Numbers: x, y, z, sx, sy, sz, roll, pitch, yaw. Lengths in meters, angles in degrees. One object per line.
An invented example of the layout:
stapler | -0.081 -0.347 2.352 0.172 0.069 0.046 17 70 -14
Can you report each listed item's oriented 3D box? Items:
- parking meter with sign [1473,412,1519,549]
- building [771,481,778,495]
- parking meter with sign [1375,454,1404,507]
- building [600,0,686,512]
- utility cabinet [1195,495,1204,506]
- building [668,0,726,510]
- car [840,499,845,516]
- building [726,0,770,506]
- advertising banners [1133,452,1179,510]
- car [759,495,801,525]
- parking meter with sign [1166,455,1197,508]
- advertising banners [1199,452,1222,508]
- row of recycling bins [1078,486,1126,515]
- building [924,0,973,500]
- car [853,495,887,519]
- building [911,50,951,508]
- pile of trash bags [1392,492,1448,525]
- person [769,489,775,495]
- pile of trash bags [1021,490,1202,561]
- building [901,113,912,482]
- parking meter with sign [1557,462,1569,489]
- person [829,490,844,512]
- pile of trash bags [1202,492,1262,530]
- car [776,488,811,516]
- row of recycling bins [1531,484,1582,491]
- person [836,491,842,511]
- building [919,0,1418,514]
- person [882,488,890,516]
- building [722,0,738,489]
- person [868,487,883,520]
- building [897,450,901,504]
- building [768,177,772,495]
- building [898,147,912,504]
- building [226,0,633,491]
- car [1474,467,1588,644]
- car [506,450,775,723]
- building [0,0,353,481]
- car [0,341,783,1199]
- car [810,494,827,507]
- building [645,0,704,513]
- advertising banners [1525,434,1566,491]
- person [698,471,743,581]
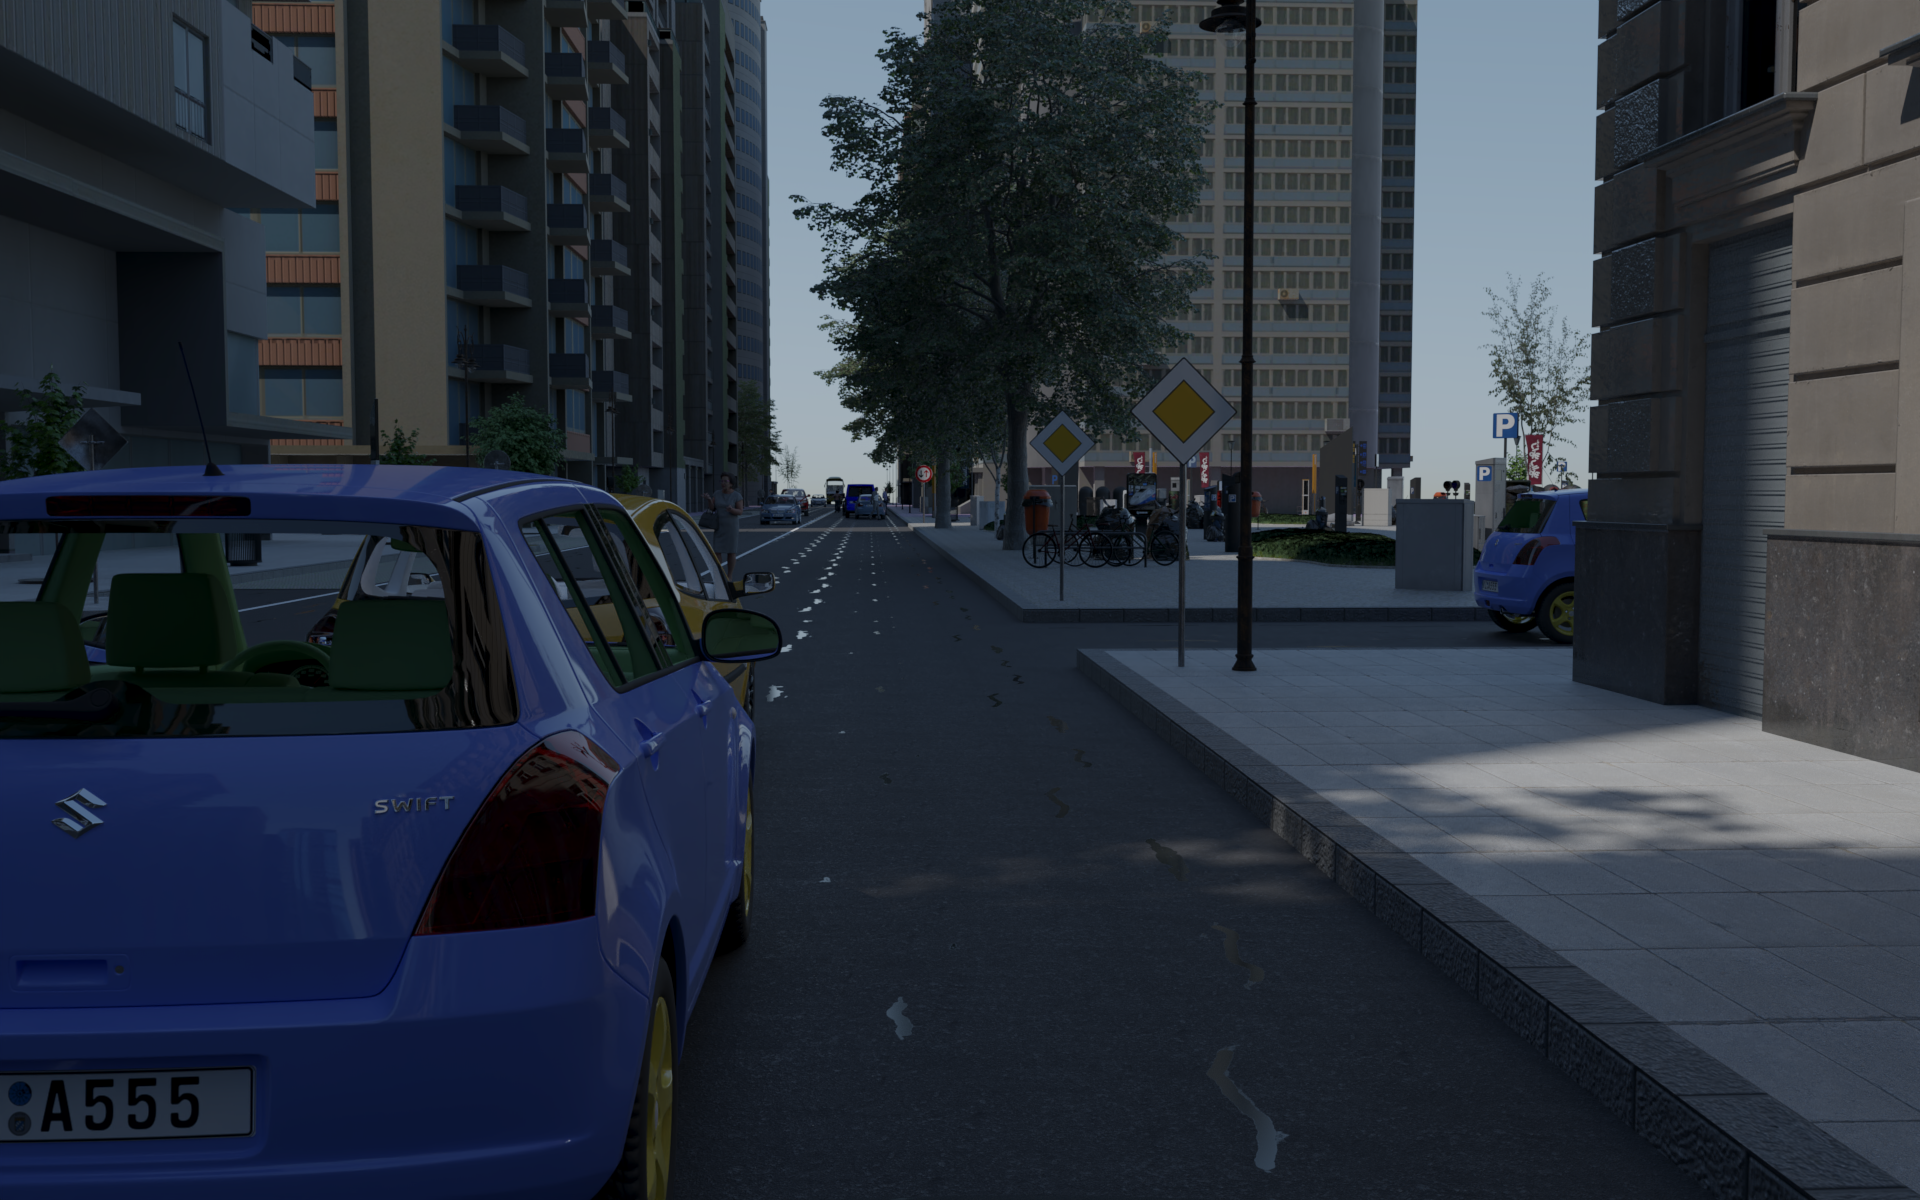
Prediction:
parking meter with sign | 11.167 -2.464 36.543 0.543 3.016 1.738 3 5 39
building | -40.988 -33.062 232.445 32.217 40.220 23.993 0 4 -3
parking meter with sign | 18.858 -4.814 74.973 1.738 3.016 0.543 1 4 22
building | -24.113 -20.211 102.151 14.160 30.474 14.107 0 4 -3
utility cabinet | 12.656 -4.916 91.532 0.306 1.237 1.020 -1 4 -8
building | -26.006 -27.716 136.749 14.154 41.232 14.086 0 4 -3
car | -7.036 -6.509 116.211 2.009 1.686 4.222 0 4 -3
building | -32.605 -39.757 192.027 21.231 58.520 28.212 0 4 -3
advertising banners | 8.118 -4.597 71.355 2.074 3.025 0.090 1 4 22
car | -8.530 -4.313 82.518 2.014 1.417 4.499 0 4 -2
parking meter with sign | 9.948 -5.038 78.639 0.543 3.016 1.738 -2 4 -34
advertising banners | 10.717 -4.615 71.641 2.074 3.025 0.090 3 5 45
row of recycling bins | 7.095 -5.134 91.052 3.534 1.692 1.069 0 4 7
building | 10.850 -33.868 142.987 28.713 52.752 27.495 0 4 -3
car | -5.175 -5.353 99.521 2.014 1.417 4.499 0 4 -3
building | 2.407 -29.374 163.852 14.154 41.232 14.086 0 4 -3
pile of trash bags | 18.912 -3.784 71.618 3.447 1.369 1.912 -3 4 -36
person | -13.012 -6.742 119.186 0.568 1.767 0.683 -2 4 -29
pile of trash bags | 2.889 -1.501 34.294 3.447 1.369 1.912 1 4 15
building | 4.444 -33.179 197.100 22.147 44.769 28.867 0 4 -3
parking meter with sign | 32.758 -5.942 93.405 0.543 3.016 1.738 3 5 41
person | -9.583 -7.678 134.745 1.217 1.736 0.721 -1 4 -16
pile of trash bags | 9.649 -3.262 63.085 1.912 1.369 3.447 -3 4 -38
car | -11.017 -6.471 114.473 2.281 1.827 5.304 0 4 -5
row of recycling bins | 24.036 -3.953 71.738 3.534 1.692 1.069 -1 4 -9
person | -10.026 -8.193 143.258 0.445 1.727 0.742 1 4 22
building | 13.519 -26.046 117.740 32.217 40.220 23.993 0 4 -3
person | -4.816 -6.475 114.230 0.599 1.838 0.709 1 4 22
building | -31.395 -32.439 154.077 21.300 48.544 21.600 0 4 -3
person | -4.637 -5.259 94.591 0.850 1.850 0.679 1 4 11
building | 5.242 -24.257 241.648 27.650 21.520 28.899 0 4 -3
building | -30.830 -32.428 213.786 14.154 41.232 14.086 0 4 -3
building | -0.821 -34.798 219.064 14.600 45.320 14.200 0 4 -3
building | -26.412 -25.669 74.307 22.147 44.769 28.867 0 4 -3
car | 7.102 -0.473 17.330 3.694 1.707 1.945 0 4 -1
car | -1.976 0.091 8.731 2.015 1.641 3.980 0 4 -3
building | -29.438 -27.095 32.235 28.713 52.752 27.495 0 4 -3
car | -1.439 0.319 4.377 1.945 1.707 3.694 0 4 -3
car | -15.785 -11.071 193.015 2.014 1.417 4.499 0 4 -5
building | -28.507 -41.597 118.364 20.563 71.187 20.611 0 4 -3
advertising banners | 17.438 -3.307 50.262 2.074 3.025 0.090 2 4 28
person | -3.744 -1.103 26.899 0.716 1.782 0.532 1 4 13
